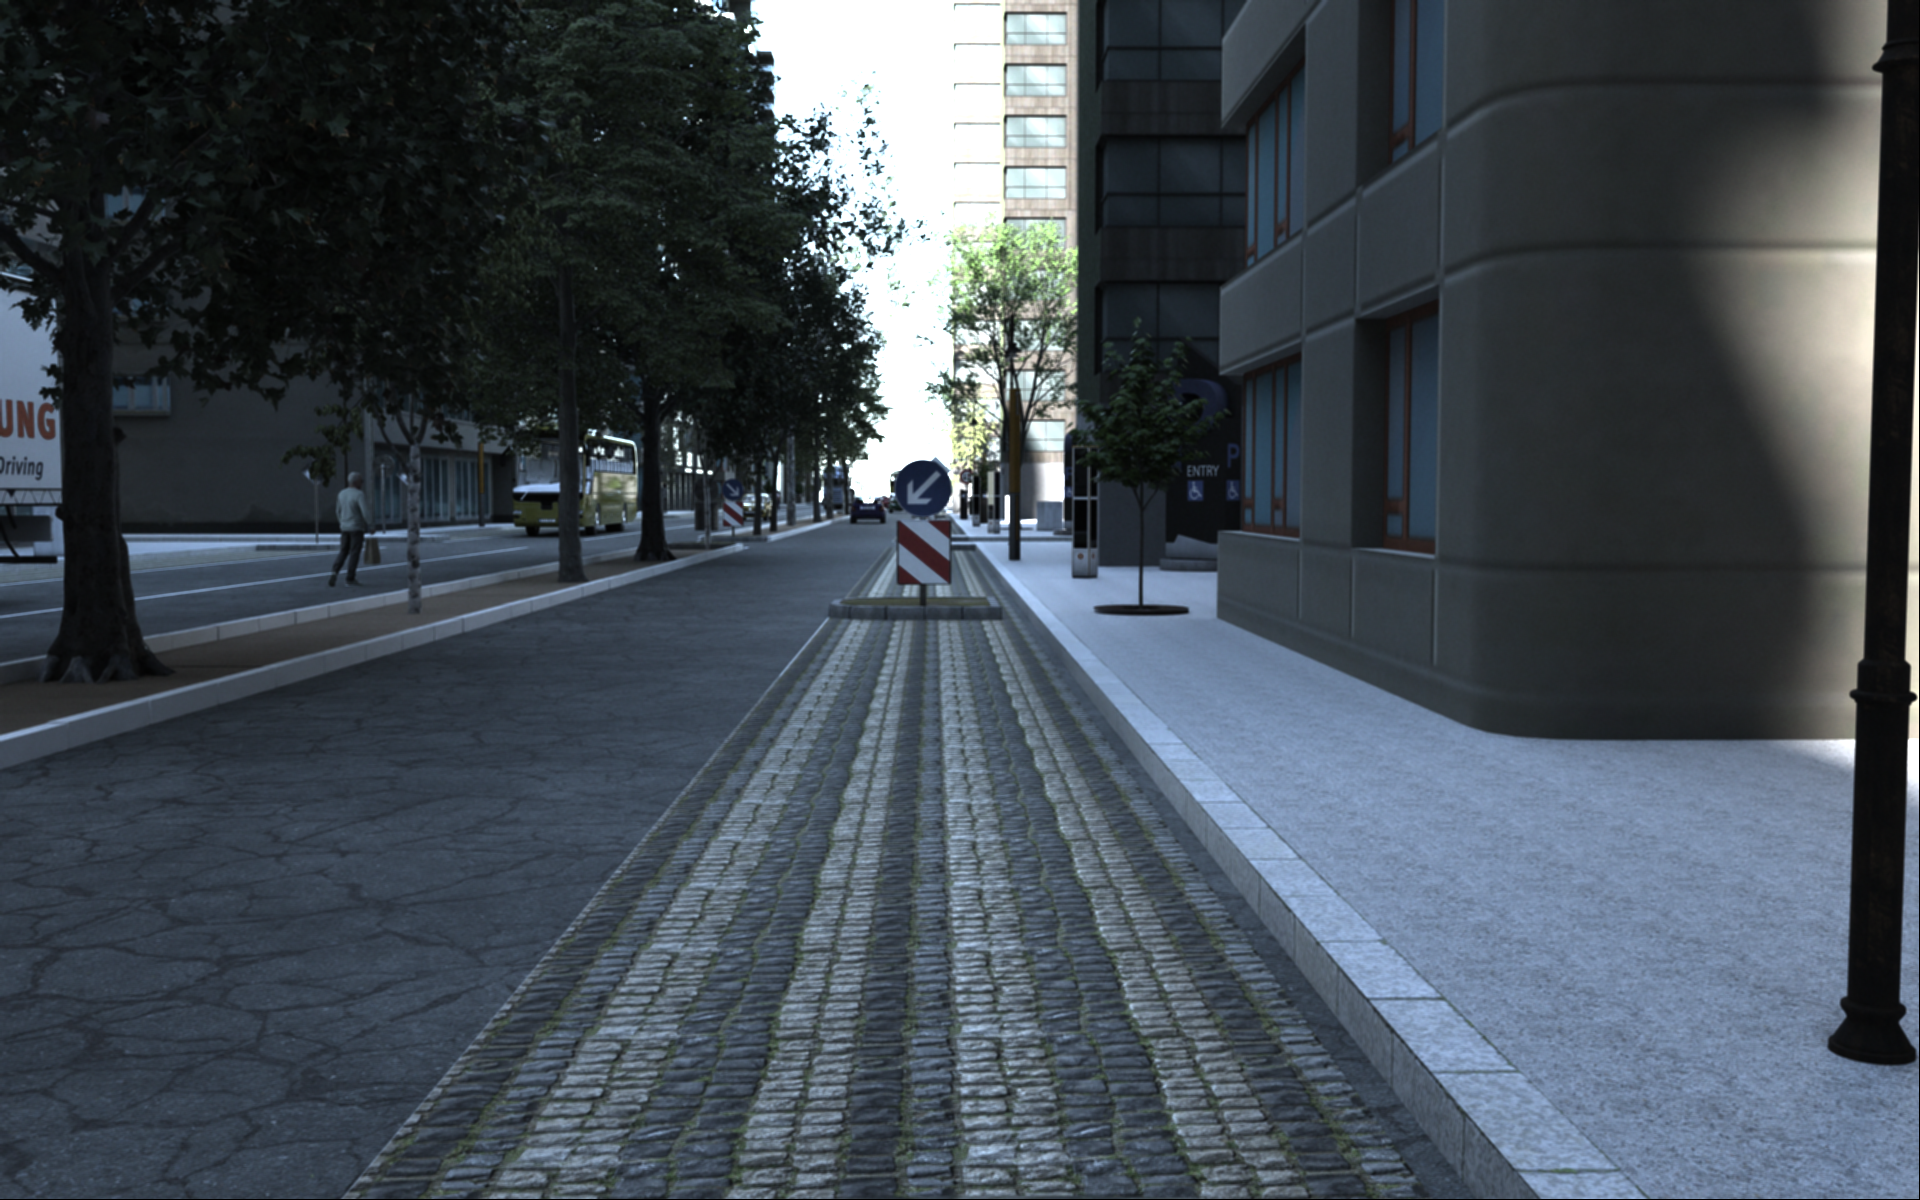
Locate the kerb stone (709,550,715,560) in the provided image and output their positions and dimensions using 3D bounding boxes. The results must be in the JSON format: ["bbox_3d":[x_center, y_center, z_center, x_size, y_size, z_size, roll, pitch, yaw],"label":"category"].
[{"bbox_3d":[-5.532,-0.961,37.916,0.120,0.150,1.000,0,4,-1],"label":"kerb stone"}]

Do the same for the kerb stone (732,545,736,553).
[{"bbox_3d":[-5.607,-1.209,42.016,0.120,0.150,1.000,0,4,-1],"label":"kerb stone"}]

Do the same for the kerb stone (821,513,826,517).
[{"bbox_3d":[-8.873,-5.569,113.252,0.120,0.150,1.000,0,4,-1],"label":"kerb stone"}]

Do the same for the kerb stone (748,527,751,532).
[{"bbox_3d":[-8.072,-2.624,65.117,0.120,0.150,1.000,0,4,-1],"label":"kerb stone"}]

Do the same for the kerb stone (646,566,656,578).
[{"bbox_3d":[-5.403,-0.460,29.713,0.120,0.150,1.000,0,4,-1],"label":"kerb stone"}]

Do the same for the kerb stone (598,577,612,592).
[{"bbox_3d":[-5.343,-0.209,25.617,0.120,0.150,1.000,0,4,-1],"label":"kerb stone"}]

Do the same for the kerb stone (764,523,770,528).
[{"bbox_3d":[-8.214,-3.126,73.297,0.120,0.150,1.000,0,4,-1],"label":"kerb stone"}]

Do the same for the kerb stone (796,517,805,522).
[{"bbox_3d":[-8.527,-4.317,92.779,0.120,0.150,1.000,0,4,-1],"label":"kerb stone"}]

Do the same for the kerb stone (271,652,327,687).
[{"bbox_3d":[-5.131,0.543,13.325,0.120,0.150,1.000,0,4,-1],"label":"kerb stone"}]

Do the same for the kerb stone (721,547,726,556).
[{"bbox_3d":[-5.571,-1.087,39.964,0.120,0.150,1.000,0,4,-1],"label":"kerb stone"}]

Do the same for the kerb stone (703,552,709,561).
[{"bbox_3d":[-5.523,-0.899,36.888,0.120,0.150,1.000,0,4,-1],"label":"kerb stone"}]

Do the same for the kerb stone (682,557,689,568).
[{"bbox_3d":[-5.467,-0.711,33.813,0.120,0.150,1.000,0,4,-1],"label":"kerb stone"}]

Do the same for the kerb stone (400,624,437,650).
[{"bbox_3d":[-5.185,0.359,16.398,0.120,0.150,1.000,0,4,-1],"label":"kerb stone"}]

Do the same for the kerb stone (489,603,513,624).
[{"bbox_3d":[-5.234,0.170,19.475,0.120,0.150,1.000,0,4,-1],"label":"kerb stone"}]

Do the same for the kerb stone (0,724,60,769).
[{"bbox_3d":[-5.061,0.799,9.220,0.120,0.150,1.000,0,4,-1],"label":"kerb stone"}]

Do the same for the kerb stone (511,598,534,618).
[{"bbox_3d":[-5.249,0.104,20.498,0.120,0.150,1.000,0,4,-1],"label":"kerb stone"}]

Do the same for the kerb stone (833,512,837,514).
[{"bbox_3d":[-9.087,-6.384,126.566,0.120,0.150,1.000,0,4,-1],"label":"kerb stone"}]

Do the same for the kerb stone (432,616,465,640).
[{"bbox_3d":[-5.201,0.298,17.424,0.120,0.150,1.000,0,4,-1],"label":"kerb stone"}]

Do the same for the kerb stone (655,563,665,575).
[{"bbox_3d":[-5.417,-0.521,30.735,0.120,0.150,1.000,0,4,-1],"label":"kerb stone"}]

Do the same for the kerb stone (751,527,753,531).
[{"bbox_3d":[-8.100,-2.688,66.139,0.120,0.150,1.000,0,4,-1],"label":"kerb stone"}]

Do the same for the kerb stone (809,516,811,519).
[{"bbox_3d":[-8.597,-4.566,96.873,0.120,0.150,1.000,0,4,-1],"label":"kerb stone"}]

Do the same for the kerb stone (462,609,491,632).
[{"bbox_3d":[-5.210,0.230,18.446,0.120,0.150,1.000,0,4,-1],"label":"kerb stone"}]

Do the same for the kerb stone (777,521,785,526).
[{"bbox_3d":[-8.329,-3.561,80.469,0.120,0.150,1.000,0,4,-1],"label":"kerb stone"}]

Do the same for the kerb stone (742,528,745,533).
[{"bbox_3d":[-8.042,-2.500,63.074,0.120,0.150,1.000,0,4,-1],"label":"kerb stone"}]

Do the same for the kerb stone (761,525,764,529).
[{"bbox_3d":[-8.162,-2.938,70.232,0.120,0.150,1.000,0,4,-1],"label":"kerb stone"}]

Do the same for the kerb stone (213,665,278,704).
[{"bbox_3d":[-5.113,0.607,12.297,0.120,0.150,1.000,0,4,-1],"label":"kerb stone"}]

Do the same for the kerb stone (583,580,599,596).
[{"bbox_3d":[-5.313,-0.147,24.595,0.120,0.150,1.000,0,4,-1],"label":"kerb stone"}]

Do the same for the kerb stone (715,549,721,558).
[{"bbox_3d":[-5.545,-1.024,38.942,0.120,0.150,1.000,0,4,-1],"label":"kerb stone"}]

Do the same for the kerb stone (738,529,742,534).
[{"bbox_3d":[-8.030,-2.437,62.052,0.120,0.150,1.000,0,4,-1],"label":"kerb stone"}]

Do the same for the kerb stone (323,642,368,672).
[{"bbox_3d":[-5.150,0.483,14.353,0.120,0.150,1.000,0,4,-1],"label":"kerb stone"}]

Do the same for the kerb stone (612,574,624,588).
[{"bbox_3d":[-5.352,-0.272,26.639,0.120,0.150,1.000,0,4,-1],"label":"kerb stone"}]

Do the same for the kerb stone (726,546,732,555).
[{"bbox_3d":[-5.583,-1.148,40.994,0.120,0.150,1.000,0,4,-1],"label":"kerb stone"}]

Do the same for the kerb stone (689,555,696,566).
[{"bbox_3d":[-5.486,-0.770,34.841,0.120,0.150,1.000,0,4,-1],"label":"kerb stone"}]

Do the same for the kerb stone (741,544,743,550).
[{"bbox_3d":[-5.632,-1.338,44.065,0.120,0.150,1.000,0,4,-1],"label":"kerb stone"}]

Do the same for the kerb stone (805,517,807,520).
[{"bbox_3d":[-8.538,-4.380,93.807,0.120,0.150,1.000,0,4,-1],"label":"kerb stone"}]

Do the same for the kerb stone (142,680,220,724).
[{"bbox_3d":[-5.099,0.668,11.274,0.120,0.150,1.000,0,4,-1],"label":"kerb stone"}]

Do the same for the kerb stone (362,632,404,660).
[{"bbox_3d":[-5.169,0.422,15.376,0.120,0.150,1.000,0,4,-1],"label":"kerb stone"}]

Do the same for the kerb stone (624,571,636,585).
[{"bbox_3d":[-5.366,-0.329,27.666,0.120,0.150,1.000,0,4,-1],"label":"kerb stone"}]

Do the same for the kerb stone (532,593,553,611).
[{"bbox_3d":[-5.262,0.044,21.521,0.120,0.150,1.000,0,4,-1],"label":"kerb stone"}]

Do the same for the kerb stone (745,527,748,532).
[{"bbox_3d":[-8.063,-2.563,64.095,0.120,0.150,1.000,0,4,-1],"label":"kerb stone"}]

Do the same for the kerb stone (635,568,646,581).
[{"bbox_3d":[-5.387,-0.397,28.691,0.120,0.150,1.000,0,4,-1],"label":"kerb stone"}]

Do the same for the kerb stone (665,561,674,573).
[{"bbox_3d":[-5.431,-0.583,31.761,0.120,0.150,1.000,0,4,-1],"label":"kerb stone"}]

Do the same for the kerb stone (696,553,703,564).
[{"bbox_3d":[-5.499,-0.836,35.863,0.120,0.150,1.000,0,4,-1],"label":"kerb stone"}]

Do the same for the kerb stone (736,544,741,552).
[{"bbox_3d":[-5.613,-1.275,43.043,0.120,0.150,1.000,0,4,-1],"label":"kerb stone"}]

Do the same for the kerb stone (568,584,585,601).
[{"bbox_3d":[-5.303,-0.078,23.570,0.120,0.150,1.000,0,4,-1],"label":"kerb stone"}]

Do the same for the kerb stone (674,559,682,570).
[{"bbox_3d":[-5.450,-0.644,32.791,0.120,0.150,1.000,0,4,-1],"label":"kerb stone"}]

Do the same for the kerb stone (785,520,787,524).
[{"bbox_3d":[-8.343,-3.623,81.498,0.120,0.150,1.000,0,4,-1],"label":"kerb stone"}]

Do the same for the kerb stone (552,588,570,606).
[{"bbox_3d":[-5.280,-0.015,22.545,0.120,0.150,1.000,0,4,-1],"label":"kerb stone"}]

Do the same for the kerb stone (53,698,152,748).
[{"bbox_3d":[-5.083,0.731,10.242,0.120,0.150,1.000,0,4,-1],"label":"kerb stone"}]
